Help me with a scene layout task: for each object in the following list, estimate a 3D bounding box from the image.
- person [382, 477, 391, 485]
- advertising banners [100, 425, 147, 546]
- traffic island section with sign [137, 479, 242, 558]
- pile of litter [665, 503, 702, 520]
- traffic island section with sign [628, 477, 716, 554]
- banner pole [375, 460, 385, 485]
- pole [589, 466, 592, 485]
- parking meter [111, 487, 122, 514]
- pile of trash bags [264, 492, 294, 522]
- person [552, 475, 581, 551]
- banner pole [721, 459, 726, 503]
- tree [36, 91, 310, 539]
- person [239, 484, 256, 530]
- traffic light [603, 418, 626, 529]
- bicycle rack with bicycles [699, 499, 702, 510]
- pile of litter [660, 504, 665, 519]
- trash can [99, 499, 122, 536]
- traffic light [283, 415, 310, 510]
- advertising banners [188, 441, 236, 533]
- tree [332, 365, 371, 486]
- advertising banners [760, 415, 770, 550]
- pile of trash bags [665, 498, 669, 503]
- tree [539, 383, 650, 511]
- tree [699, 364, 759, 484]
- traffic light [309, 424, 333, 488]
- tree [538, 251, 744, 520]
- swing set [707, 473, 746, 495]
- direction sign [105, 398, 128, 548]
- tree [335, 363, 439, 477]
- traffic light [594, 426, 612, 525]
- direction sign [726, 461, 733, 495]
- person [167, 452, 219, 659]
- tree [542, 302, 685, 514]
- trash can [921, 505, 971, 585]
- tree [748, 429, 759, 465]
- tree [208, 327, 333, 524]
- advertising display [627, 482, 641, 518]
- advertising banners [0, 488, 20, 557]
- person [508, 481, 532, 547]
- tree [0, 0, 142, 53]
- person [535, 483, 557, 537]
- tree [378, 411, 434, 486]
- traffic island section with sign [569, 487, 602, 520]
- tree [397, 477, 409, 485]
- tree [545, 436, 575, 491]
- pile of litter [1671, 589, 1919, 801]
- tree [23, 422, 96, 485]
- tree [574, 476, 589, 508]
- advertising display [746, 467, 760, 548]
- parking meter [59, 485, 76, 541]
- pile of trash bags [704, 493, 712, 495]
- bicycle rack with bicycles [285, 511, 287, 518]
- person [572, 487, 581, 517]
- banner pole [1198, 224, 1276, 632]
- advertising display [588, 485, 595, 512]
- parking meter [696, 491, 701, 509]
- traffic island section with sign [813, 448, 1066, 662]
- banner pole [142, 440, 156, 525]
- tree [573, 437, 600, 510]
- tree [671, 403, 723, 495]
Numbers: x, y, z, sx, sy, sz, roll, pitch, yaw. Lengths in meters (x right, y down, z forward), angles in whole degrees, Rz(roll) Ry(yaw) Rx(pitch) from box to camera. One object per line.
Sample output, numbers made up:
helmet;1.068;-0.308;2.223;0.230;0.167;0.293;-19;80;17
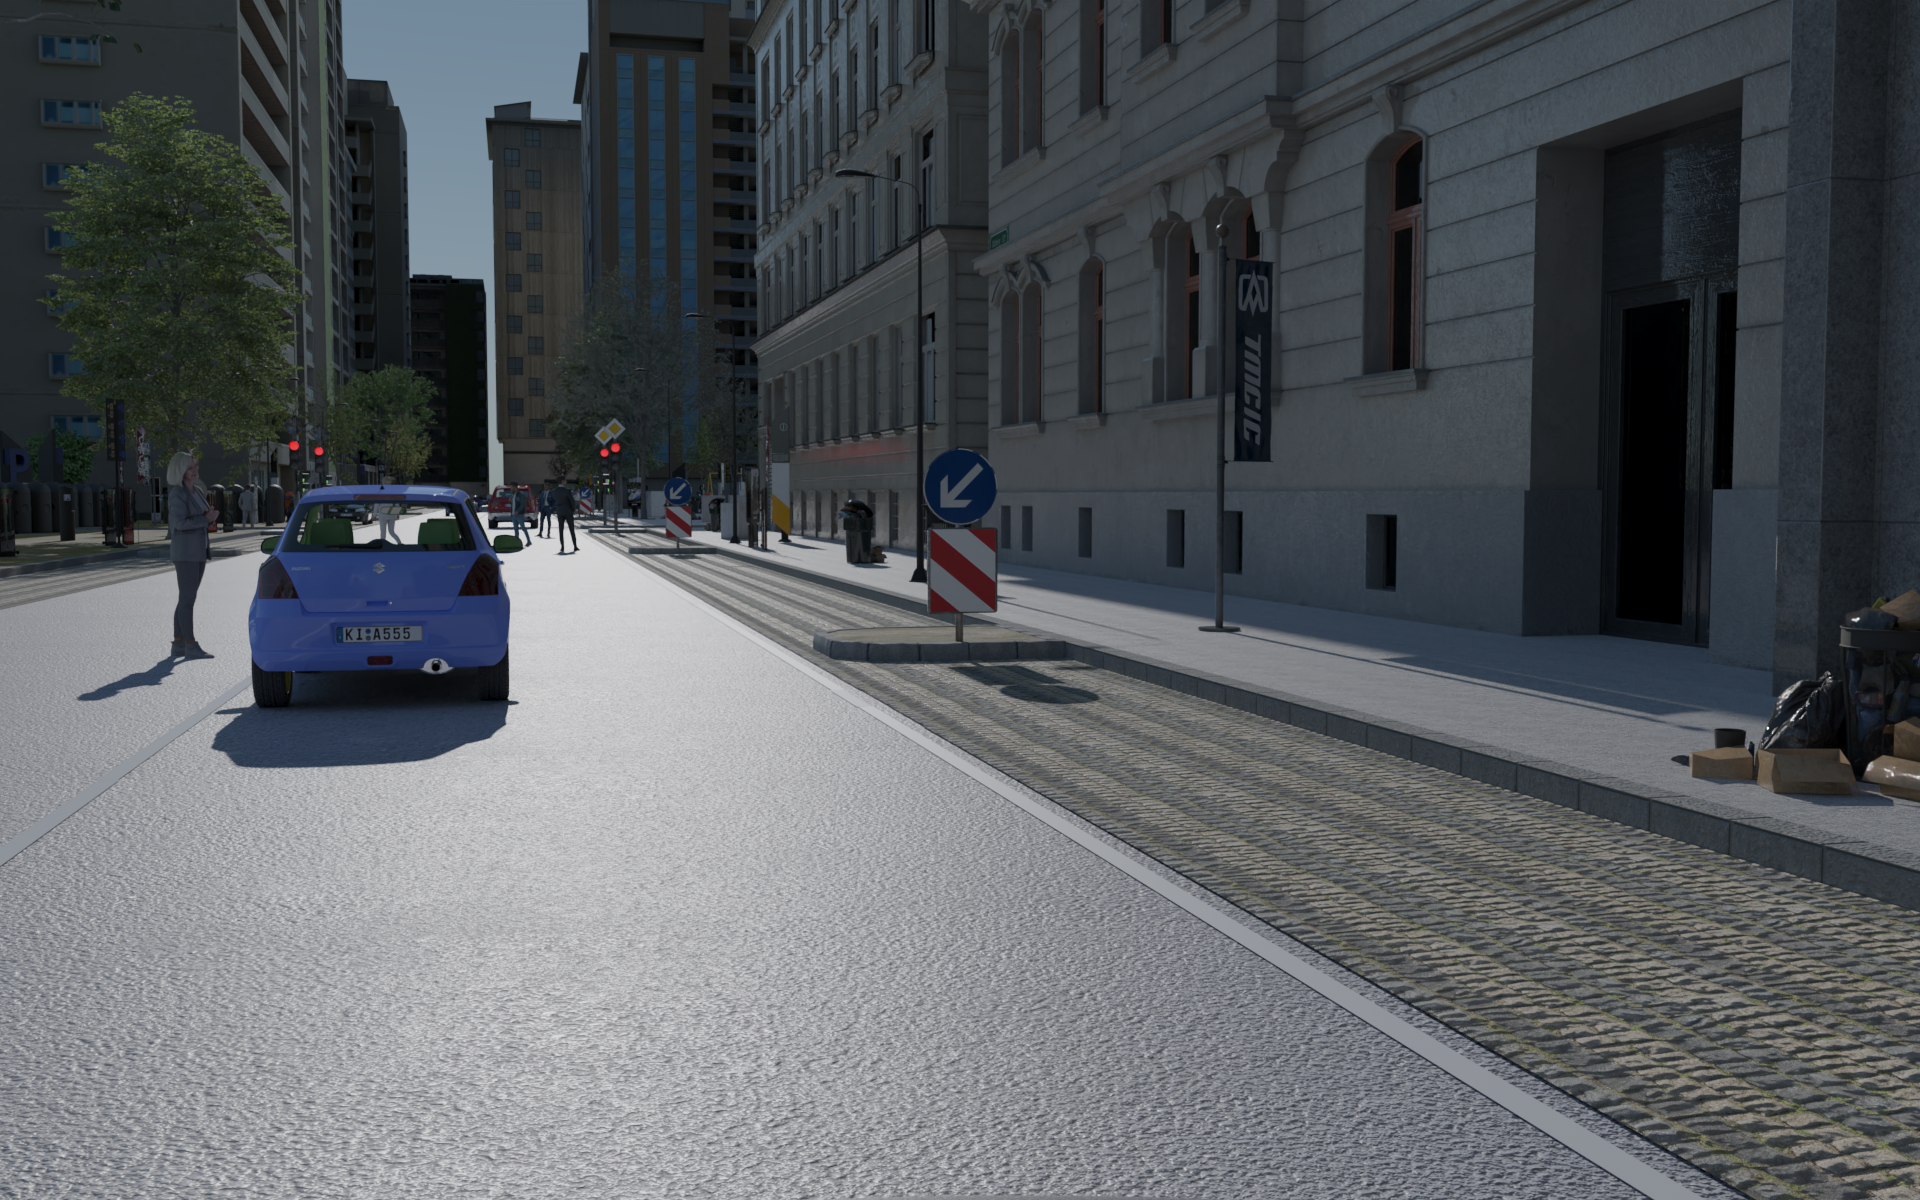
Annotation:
person;-13.453;-1.984;40.813;0.818;1.842;0.514;2;4;30
advertising banners;-21.051;-2.906;43.701;0.090;3.025;2.074;0;4;5
traffic island section with sign;-17.605;-1.899;39.673;1.989;1.847;2.006;-1;4;-14
pile of litter;-13.534;-4.421;86.242;1.719;0.858;1.176;3;4;36
traffic island section with sign;-6.984;-2.030;41.821;1.989;1.847;2.006;-1;4;-14
banner pole;-41.975;-8.274;125.291;0.863;3.779;0.401;0;4;-8
pole;-27.264;-8.190;127.746;0.158;3.312;0.155;0;3;0
parking meter;-28.293;-3.040;58.117;0.372;1.533;0.369;0;3;0
pile of trash bags;-31.172;-4.299;80.037;1.912;1.369;3.447;-1;4;-14
person;-9.950;-2.192;43.695;0.648;1.900;0.474;0;4;5
banner pole;-16.726;-8.108;122.581;0.401;3.779;0.863;1;4;15
tree;-22.565;-8.062;49.938;7.486;12.596;7.792;0;3;0
person;-26.173;-3.355;63.632;0.678;1.792;0.850;0;4;-7
traffic light;-12.751;-4.591;63.981;0.839;4.253;0.868;-1;4;-14
bicycle rack with bicycles;-20.658;-7.809;141.063;2.852;0.926;2.925;0;4;-3
pile of litter;-14.981;-4.658;90.122;1.176;0.858;1.719;-2;4;-28
trash can;-25.642;-2.493;52.419;0.748;1.137;0.748;0;3;0
traffic light;-23.461;-4.422;61.221;0.839;4.253;0.868;-1;4;-14
advertising banners;-24.915;-3.758;57.627;0.090;3.025;2.074;1;4;20
tree;-34.988;-8.981;97.210;4.737;8.622;4.395;0;3;0
advertising banners;-4.456;-2.651;39.536;0.090;3.025;2.074;-1;4;-10
pile of trash bags;-21.844;-7.110;125.999;1.912;1.369;3.447;-2;4;-29
tree;-27.862;-12.162;133.269;8.767;10.594;7.601;-2;4;-23
tree;-12.730;-9.015;97.761;4.360;8.622;3.978;0;3;0
traffic light;-25.450;-4.895;68.956;0.839;4.253;0.868;-1;4;-14
tree;-16.089;-10.837;87.555;12.009;13.543;11.850;0;3;0
swing set;-16.966;-7.969;127.905;3.119;2.851;2.862;-1;4;-21
direction sign;-20.057;-3.010;41.205;0.379;3.537;0.876;0;4;-1
tree;-45.118;-12.871;136.188;9.928;11.665;9.643;0;3;0
traffic light;-14.739;-5.064;71.715;0.839;4.253;0.868;-1;4;-14
direction sign;-15.460;-7.635;116.832;0.876;3.537;0.379;2;4;33
person;-6.740;-0.405;15.300;0.526;1.800;0.537;1;4;9
tree;-22.630;-12.671;113.831;9.857;13.997;8.962;0;3;0
trash can;-0.149;-0.715;23.339;0.748;1.137;0.748;0;3;0
tree;-14.759;-11.587;139.814;4.737;8.622;4.395;0;3;0
tree;-29.990;-7.544;73.704;4.737;8.622;4.395;0;3;0
advertising display;-17.745;-5.464;94.556;0.974;1.923;0.123;2;4;30
advertising banners;-19.543;-2.346;34.543;0.090;3.025;2.074;0;4;8
person;-12.054;-2.348;47.236;0.623;1.781;0.721;2;4;32
tree;-17.397;-10.338;24.912;12.611;20.169;13.585;0;3;0
person;-13.934;-3.034;58.292;0.721;1.800;0.419;1;4;9
tree;-50.209;-12.680;157.686;4.360;8.622;3.978;0;3;0
traffic island section with sign;-20.872;-5.334;95.838;1.989;1.847;2.006;-1;4;-14
tree;-55.891;-11.009;174.605;1.663;3.219;1.824;0;3;0
tree;-49.864;-16.283;216.595;4.360;8.622;3.978;0;3;0
pile of litter;4.000;0.392;7.556;1.176;0.858;1.719;-2;4;-24
tree;-41.241;-5.852;79.387;4.285;4.588;4.351;0;3;0
tree;-35.271;-10.140;160.383;1.663;3.219;1.824;0;3;0
advertising display;-4.997;-2.239;41.821;0.123;1.923;0.974;0;4;6
parking meter;-24.567;-2.400;47.651;0.372;1.533;0.369;0;3;0
pile of trash bags;-13.887;-5.821;104.925;3.447;1.369;1.912;0;4;3
bicycle rack with bicycles;-33.960;-4.313;83.893;2.925;0.926;2.852;0;4;8
person;-21.974;-5.534;99.075;0.850;1.850;0.679;2;4;27
banner pole;2.632;-1.607;16.295;0.863;3.779;0.401;-2;4;-32
advertising display;-26.011;-7.157;122.230;0.123;1.923;0.974;-2;4;-33
parking meter;-22.313;-8.529;147.853;0.372;1.533;0.369;0;3;0
traffic island section with sign;-0.283;-0.433;15.709;1.989;1.847;2.006;-1;4;-14
banner pole;-33.157;-4.945;70.862;0.863;3.779;0.401;2;4;23
tree;-29.742;-11.607;140.144;4.737;8.622;4.395;0;3;0
tree;-20.245;-11.328;135.574;4.737;8.622;4.395;0;3;0
